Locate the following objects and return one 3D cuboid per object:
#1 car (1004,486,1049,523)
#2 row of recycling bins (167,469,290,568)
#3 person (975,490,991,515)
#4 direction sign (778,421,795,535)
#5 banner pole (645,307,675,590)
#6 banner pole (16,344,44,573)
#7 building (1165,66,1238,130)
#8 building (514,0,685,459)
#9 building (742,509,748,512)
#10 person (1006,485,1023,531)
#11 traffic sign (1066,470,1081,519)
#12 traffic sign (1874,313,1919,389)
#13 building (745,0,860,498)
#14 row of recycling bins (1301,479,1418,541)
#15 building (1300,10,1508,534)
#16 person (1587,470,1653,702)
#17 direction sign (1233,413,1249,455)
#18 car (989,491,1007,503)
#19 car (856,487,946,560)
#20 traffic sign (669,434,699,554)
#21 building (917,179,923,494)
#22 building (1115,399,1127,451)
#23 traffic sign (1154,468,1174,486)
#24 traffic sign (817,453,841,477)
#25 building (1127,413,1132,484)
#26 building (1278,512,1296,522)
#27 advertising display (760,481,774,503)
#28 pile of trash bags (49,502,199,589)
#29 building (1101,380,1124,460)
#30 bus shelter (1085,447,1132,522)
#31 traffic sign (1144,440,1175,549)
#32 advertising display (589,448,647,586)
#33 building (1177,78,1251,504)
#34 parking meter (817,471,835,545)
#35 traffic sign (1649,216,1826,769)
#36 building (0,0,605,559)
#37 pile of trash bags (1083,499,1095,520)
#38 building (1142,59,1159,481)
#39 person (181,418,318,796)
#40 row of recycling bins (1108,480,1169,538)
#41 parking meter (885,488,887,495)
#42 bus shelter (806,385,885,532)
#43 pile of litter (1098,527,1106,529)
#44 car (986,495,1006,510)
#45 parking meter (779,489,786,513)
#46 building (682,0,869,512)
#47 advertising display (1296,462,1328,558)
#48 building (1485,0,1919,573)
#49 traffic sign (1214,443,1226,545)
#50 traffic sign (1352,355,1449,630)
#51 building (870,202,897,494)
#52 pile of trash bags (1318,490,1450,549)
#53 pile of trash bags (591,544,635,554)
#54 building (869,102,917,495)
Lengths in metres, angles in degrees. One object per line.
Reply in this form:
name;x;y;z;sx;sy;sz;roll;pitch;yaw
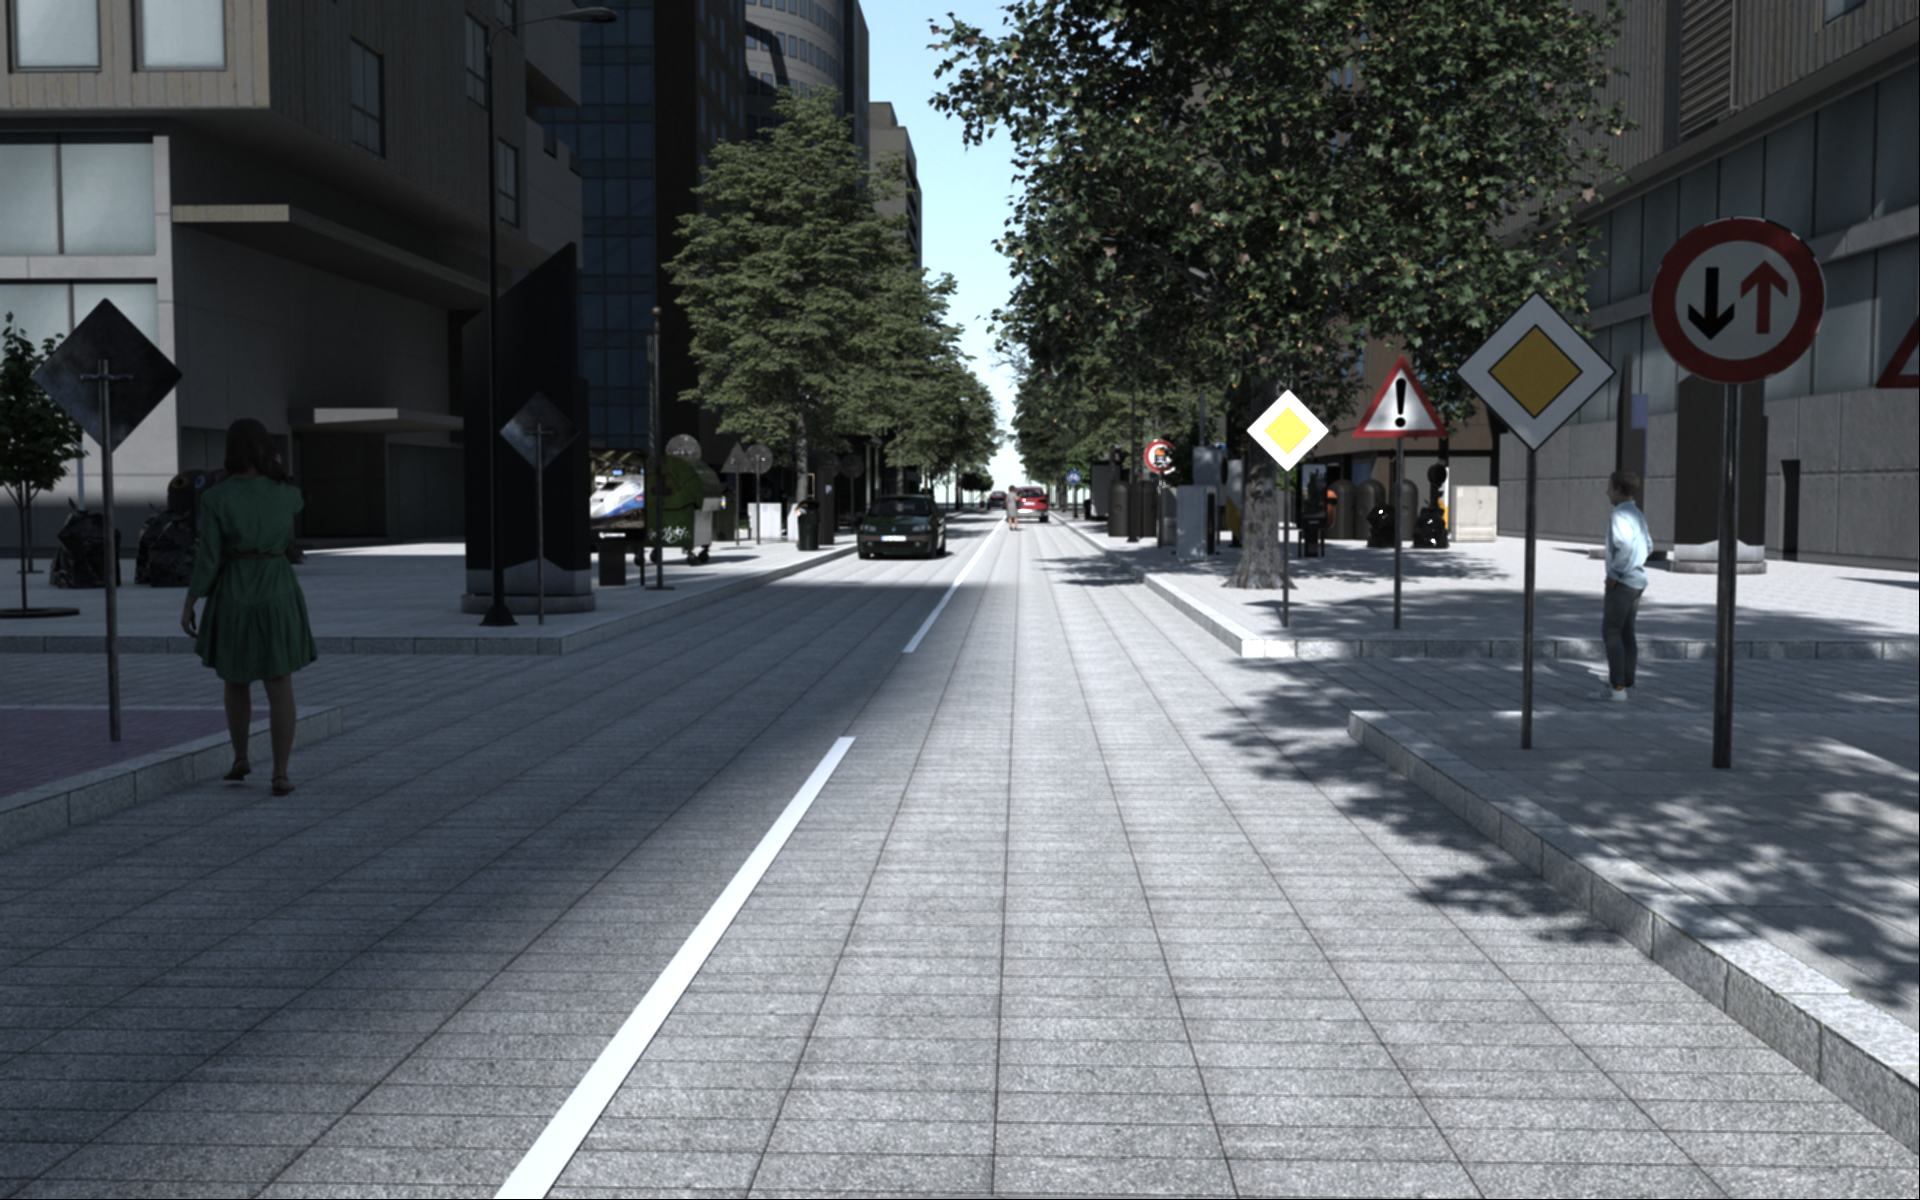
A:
car;3.375;-4.809;87.292;2.281;1.827;5.304;0;3;0
row of recycling bins;-11.800;-1.275;27.960;1.069;1.692;3.534;-3;5;-42
person;1.567;-6.736;119.418;1.217;1.735;0.721;1;4;22
direction sign;-5.430;-3.811;54.307;0.379;3.537;0.876;2;4;28
banner pole;-4.055;-2.017;22.994;0.401;3.779;0.863;0;4;3
banner pole;-15.046;-2.318;27.914;0.401;3.779;0.863;-2;4;-28
building;26.749;-31.179;133.472;21.300;48.544;21.600;0;4;2
building;-18.397;-26.553;84.253;14.600;45.320;14.200;0;4;2
building;-26.111;-25.232;104.419;32.217;40.220;23.993;0;4;2
person;2.175;-3.604;67.777;0.716;1.782;0.532;2;4;35
traffic sign;5.944;-5.527;90.467;0.768;2.556;0.104;1;4;9
traffic sign;5.060;-0.536;8.761;0.884;2.594;0.081;0;4;6
building;-19.397;-35.992;130.466;21.231;58.520;28.212;0;4;2
row of recycling bins;11.130;-2.524;48.387;3.534;1.692;1.069;3;5;41
building;20.345;-25.160;61.479;14.600;45.320;14.200;0;4;2
person;4.651;-0.113;12.158;0.589;1.601;0.330;-3;5;-44
direction sign;5.922;-2.628;34.960;0.876;3.537;0.379;-1;4;-12
car;4.661;-12.206;208.240;2.281;1.827;5.304;0;4;1
car;-1.287;-1.796;39.154;2.009;1.686;4.222;0;4;4
traffic sign;-5.893;-2.249;36.870;0.768;2.556;0.104;0;4;3
building;-12.449;-35.838;236.066;14.600;45.320;14.200;0;4;2
building;30.699;-36.283;212.837;23.786;49.044;30.456;0;4;2
traffic sign;5.683;-2.943;48.224;0.768;2.556;0.104;1;4;11
traffic sign;-4.070;-3.286;53.826;0.768;2.556;0.104;0;4;5
building;25.470;-31.035;191.018;14.154;41.232;14.086;0;4;2
building;21.050;-24.471;83.694;14.154;41.232;14.086;0;4;2
advertising display;-9.646;-4.966;86.414;0.974;1.923;0.123;3;5;41
pile of trash bags;-12.357;-0.882;24.169;3.447;1.369;1.912;-1;4;-17
building;30.724;-37.644;239.177;21.300;48.544;21.600;0;4;2
bus shelter;6.713;-5.128;77.762;2.014;3.302;5.546;0;4;2
traffic sign;4.702;-2.483;40.699;0.768;2.556;0.104;0;4;3
advertising display;-4.862;-1.159;24.160;0.974;1.923;0.123;-1;4;-19
building;26.204;-48.526;106.065;22.319;86.520;31.000;0;4;2
parking meter;-3.355;-2.302;43.351;0.399;1.863;0.255;-3;5;-42
traffic sign;3.577;-0.486;8.053;0.768;2.556;0.104;1;4;9
building;-26.108;-27.899;45.384;28.713;52.752;27.495;0;4;2
pile of trash bags;7.945;-4.930;90.363;1.912;1.369;3.447;2;4;26
building;23.597;-28.626;151.629;14.154;41.232;14.086;0;4;2
person;-3.407;0.025;8.346;0.600;1.795;0.529;-3;4;-38
row of recycling bins;5.883;-2.700;51.255;3.534;1.692;1.069;3;5;40
parking meter;-3.367;-4.123;75.824;0.372;1.533;0.369;0;3;0
bus shelter;-4.133;-5.188;62.451;2.179;5.291;8.768;0;4;2
pile of litter;5.961;-3.053;63.875;1.719;0.858;1.176;2;4;34
car;3.316;-8.890;157.939;1.945;1.354;3.894;0;4;3
parking meter;-8.811;-4.756;86.169;0.372;1.533;0.369;0;3;0
building;-15.442;-30.717;152.332;14.600;45.320;14.200;0;4;2
advertising display;7.143;-1.832;35.163;0.123;1.923;0.974;3;5;44
building;28.231;-27.397;37.185;27.495;52.752;28.713;0;4;2
traffic sign;6.495;-2.654;43.492;0.768;2.556;0.104;0;4;8
traffic sign;4.140;-0.999;16.330;0.884;2.594;0.081;1;4;10
building;-22.981;-30.827;195.895;32.217;40.220;23.993;0;4;2
pile of trash bags;10.160;-1.962;41.839;3.447;1.369;1.912;2;4;31
pile of trash bags;-8.797;-1.678;37.184;3.447;1.369;1.912;-2;4;-28
building;-16.698;-36.363;218.240;21.300;48.544;21.600;0;4;2
